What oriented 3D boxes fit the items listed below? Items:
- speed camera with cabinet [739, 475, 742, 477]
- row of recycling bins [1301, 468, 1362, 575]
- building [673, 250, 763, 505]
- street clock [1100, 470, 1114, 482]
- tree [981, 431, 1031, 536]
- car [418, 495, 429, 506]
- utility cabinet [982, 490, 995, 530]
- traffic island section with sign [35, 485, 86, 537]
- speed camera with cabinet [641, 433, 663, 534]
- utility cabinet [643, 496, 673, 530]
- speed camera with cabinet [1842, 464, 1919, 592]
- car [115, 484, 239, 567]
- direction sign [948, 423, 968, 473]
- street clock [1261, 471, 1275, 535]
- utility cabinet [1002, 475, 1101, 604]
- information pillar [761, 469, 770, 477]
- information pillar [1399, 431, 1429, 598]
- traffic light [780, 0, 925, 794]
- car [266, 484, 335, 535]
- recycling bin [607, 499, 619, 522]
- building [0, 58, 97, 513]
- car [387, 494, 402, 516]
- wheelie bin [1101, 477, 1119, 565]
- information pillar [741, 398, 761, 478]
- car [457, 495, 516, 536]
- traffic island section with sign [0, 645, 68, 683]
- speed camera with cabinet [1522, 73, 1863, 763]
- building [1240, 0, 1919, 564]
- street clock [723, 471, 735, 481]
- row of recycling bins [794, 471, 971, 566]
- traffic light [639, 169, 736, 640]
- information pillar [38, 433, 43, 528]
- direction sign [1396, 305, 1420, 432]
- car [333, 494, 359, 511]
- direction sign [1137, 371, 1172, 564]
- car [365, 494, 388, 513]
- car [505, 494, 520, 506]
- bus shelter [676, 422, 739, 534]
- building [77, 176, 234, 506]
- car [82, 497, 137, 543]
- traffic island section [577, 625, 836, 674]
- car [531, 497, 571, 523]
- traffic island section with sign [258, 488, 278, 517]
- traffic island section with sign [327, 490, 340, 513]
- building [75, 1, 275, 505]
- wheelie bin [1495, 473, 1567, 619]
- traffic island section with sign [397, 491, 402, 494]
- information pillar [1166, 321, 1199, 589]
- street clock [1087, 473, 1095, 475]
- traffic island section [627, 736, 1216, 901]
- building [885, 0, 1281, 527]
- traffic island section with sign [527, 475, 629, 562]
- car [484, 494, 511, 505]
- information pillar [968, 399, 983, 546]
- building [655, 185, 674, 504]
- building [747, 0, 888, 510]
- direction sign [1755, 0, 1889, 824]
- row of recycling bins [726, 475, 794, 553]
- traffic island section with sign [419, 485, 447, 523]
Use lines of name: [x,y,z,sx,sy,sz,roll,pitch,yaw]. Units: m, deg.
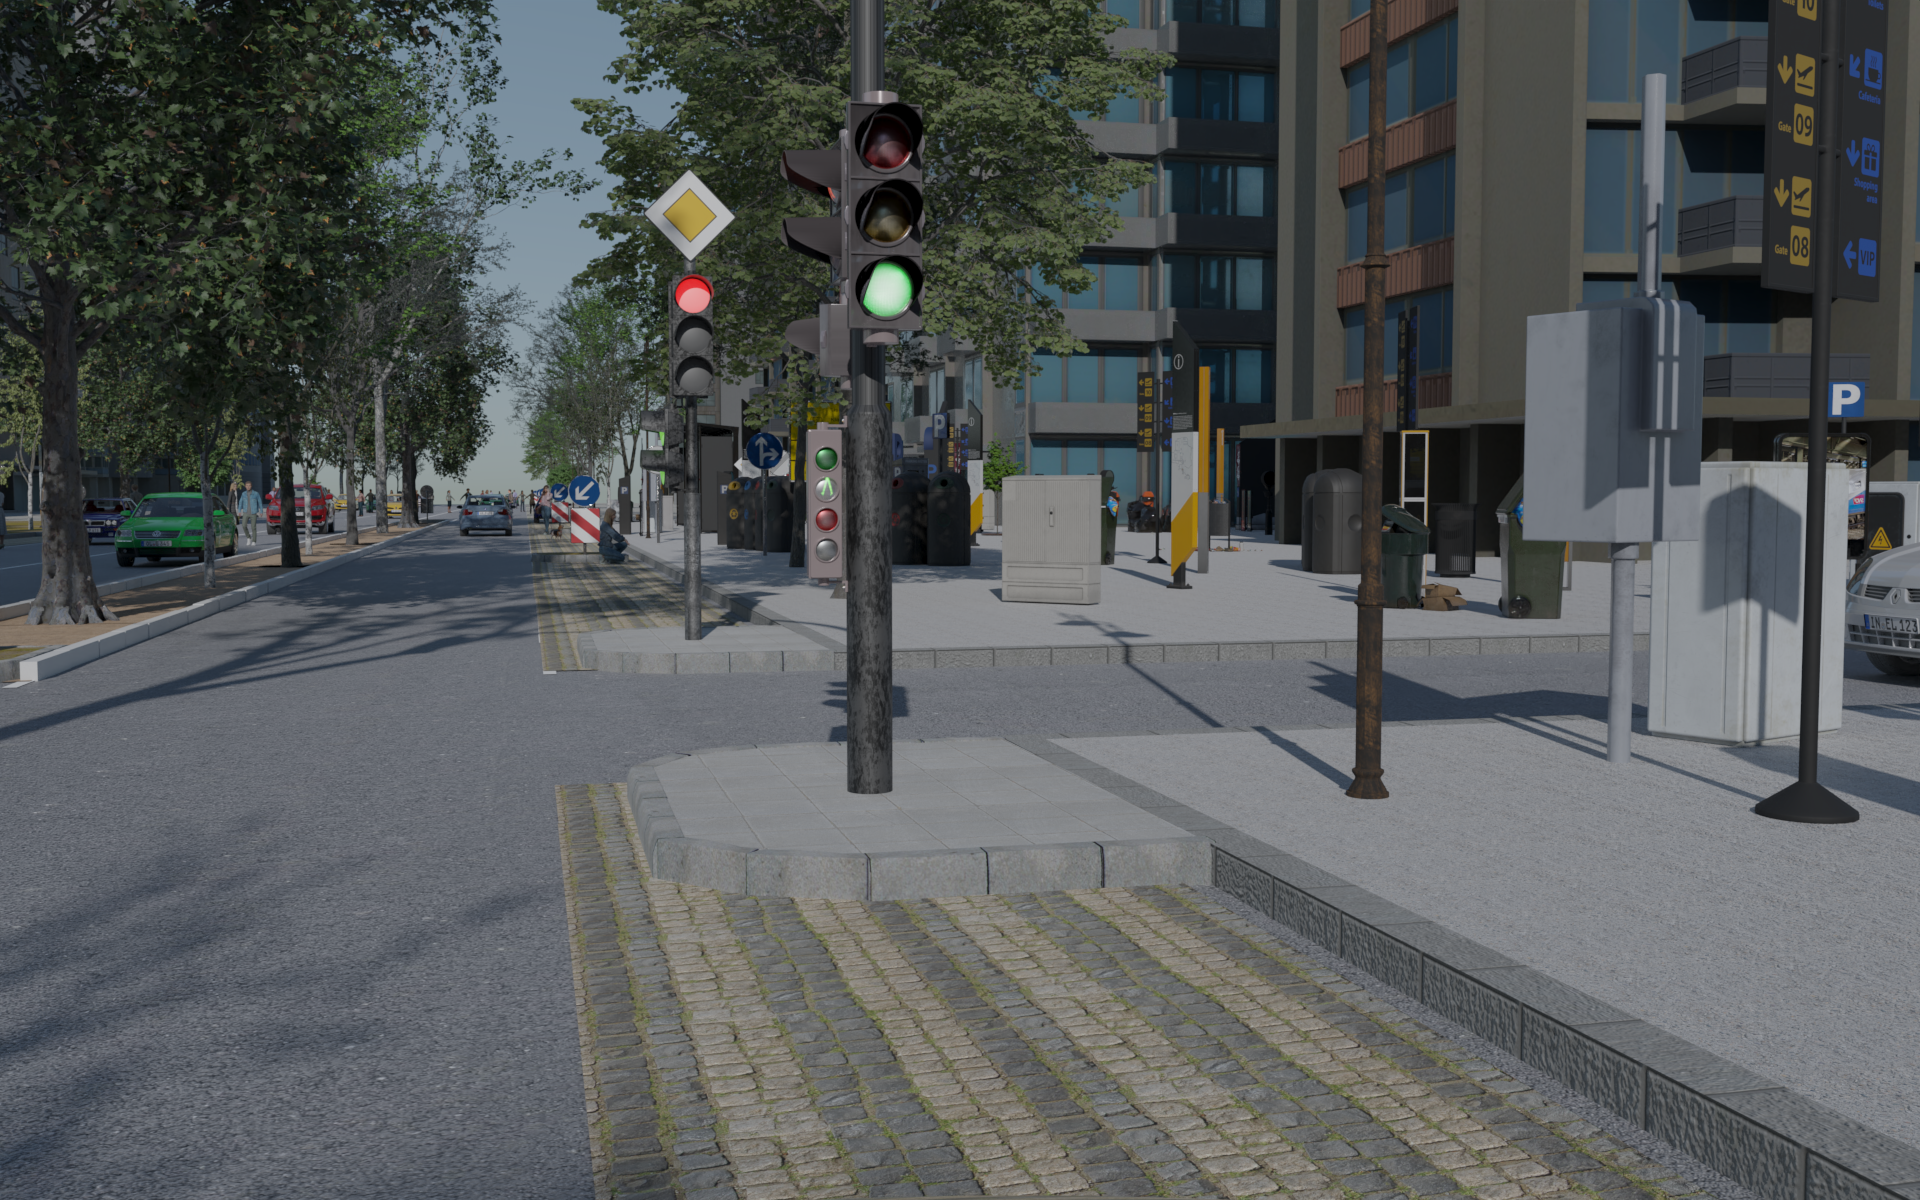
speed camera with cabinet: [-10.839,-5.452,83.481,0.660,3.252,2.038,-2,4,-31]
row of recycling bins: [6.265,-1.353,29.229,1.069,1.692,3.534,0,4,7]
building: [-28.378,-26.981,212.834,14.160,30.474,14.107,-1,4,-14]
street clock: [4.408,-2.902,52.019,0.358,2.002,0.471,3,5,40]
tree: [1.075,-3.614,53.695,1.663,3.219,1.824,0,3,0]
car: [-58.789,-10.830,189.432,2.083,1.381,4.827,-1,4,-13]
utility cabinet: [0.690,-3.268,62.108,1.173,1.500,0.318,3,4,38]
traffic island section with sign: [-30.294,-3.093,59.205,1.989,1.847,2.006,-1,4,-14]
speed camera with cabinet: [-10.095,-3.822,56.827,0.660,3.252,2.038,0,4,-7]
utility cabinet: [-10.851,-3.127,62.291,1.020,1.237,0.306,-1,4,-22]
speed camera with cabinet: [12.853,-1.741,22.799,0.660,3.252,2.038,-2,4,-30]
car: [-16.122,-1.649,35.761,1.959,1.807,4.718,-1,4,-14]
direction sign: [-0.081,-3.891,55.616,0.876,3.537,0.379,0,4,2]
street clock: [9.665,-3.033,54.162,0.471,2.002,0.358,-1,4,-12]
utility cabinet: [1.059,-0.709,20.274,1.173,1.500,0.318,2,4,33]
information pillar: [-5.457,-2.663,48.037,0.304,2.012,0.304,-2,4,-28]
information pillar: [5.285,-0.961,20.200,0.304,2.012,0.304,1,4,11]
traffic light: [-2.429,-1.962,6.748,4.771,5.953,1.251,-1,4,-14]
car: [-23.931,-3.319,62.941,2.281,1.827,5.304,-1,4,-16]
recycling bin: [-16.138,-4.205,81.301,0.722,1.027,0.722,0,4,5]
building: [-78.183,-32.448,119.760,28.713,52.752,27.495,-1,4,-14]
car: [-32.962,-5.587,101.563,2.015,1.641,3.980,-1,4,-15]
wheelie bin: [2.462,-1.444,31.513,0.980,1.594,0.693,2,4,26]
information pillar: [-5.140,-3.132,42.560,0.504,3.616,0.183,-2,4,-27]
car: [-16.432,-2.941,60.085,2.014,1.417,4.499,-1,4,-14]
traffic island section with sign: [-8.270,-0.324,13.428,2.006,1.907,1.989,-1,4,-14]
speed camera with cabinet: [3.739,-0.886,8.826,2.038,3.252,0.660,-2,4,-35]
building: [21.985,-23.738,42.736,28.867,44.769,22.147,-1,4,-14]
street clock: [-7.248,-3.037,54.221,0.358,2.002,0.471,1,4,17]
row of recycling bins: [-1.302,-1.515,31.881,3.534,1.692,1.069,2,4,34]
traffic light: [-2.368,-1.604,15.140,0.839,4.253,0.868,-1,4,-14]
information pillar: [-34.996,-4.567,66.029,0.183,3.616,0.504,-3,5,-39]
direction sign: [5.492,-1.792,21.296,0.379,3.537,0.876,0,4,-1]
car: [-52.360,-8.418,147.864,2.015,1.641,3.980,-1,4,-13]
direction sign: [3.660,-2.449,32.031,0.876,3.537,0.379,3,4,36]
car: [-45.017,-7.498,134.392,2.131,1.459,4.920,-1,4,-14]
car: [-54.024,-12.024,208.381,2.131,1.459,4.920,-1,4,-16]
bus shelter: [-8.655,-4.142,59.000,1.731,3.624,6.357,-1,4,-14]
building: [-95.003,-29.989,182.209,32.217,40.220,23.993,-1,4,-14]
car: [-24.701,-2.286,49.955,1.945,1.354,3.894,-1,4,-16]
traffic island section: [-2.327,0.429,15.264,2.009,0.180,2.903,-1,4,-14]
car: [-20.336,-4.503,86.207,1.945,1.354,3.894,-1,4,-13]
traffic island section with sign: [-42.481,-6.060,107.705,1.989,1.847,2.006,-1,4,-14]
traffic island section with sign: [-49.064,-7.661,133.881,1.989,1.847,2.006,-1,4,-14]
building: [-96.125,-40.748,208.231,21.231,58.520,28.212,-1,4,-14]
wheelie bin: [5.965,-0.618,18.014,0.693,1.594,0.980,0,4,8]
traffic island section with sign: [-69.317,-12.591,214.487,1.989,1.847,2.006,-1,4,-14]
information pillar: [3.016,-1.954,23.302,0.183,3.616,0.504,-2,4,-30]
street clock: [4.596,-3.445,60.902,0.358,2.002,0.471,1,4,16]
traffic island section: [-0.380,0.903,7.519,2.009,0.180,2.903,-1,4,-14]
building: [8.599,-28.100,79.041,23.786,49.044,30.456,-1,4,-14]
traffic island section with sign: [-8.169,-1.741,37.092,1.989,1.847,2.006,-1,4,-14]
car: [-29.045,-5.876,107.876,2.131,1.459,4.920,-1,4,-16]
information pillar: [0.366,-3.135,42.610,0.183,3.616,0.504,-3,5,-41]
building: [-29.844,-35.498,235.013,22.147,44.769,28.867,-1,4,-14]
building: [-5.487,-29.673,139.784,22.147,44.769,28.867,-1,4,-14]
direction sign: [3.379,-0.906,6.806,0.876,3.537,0.379,-3,4,-37]
row of recycling bins: [-4.429,-1.984,39.547,1.069,1.692,3.534,-2,4,-26]
traffic island section with sign: [-26.599,-4.781,86.305,2.006,1.907,1.989,-1,4,-14]
